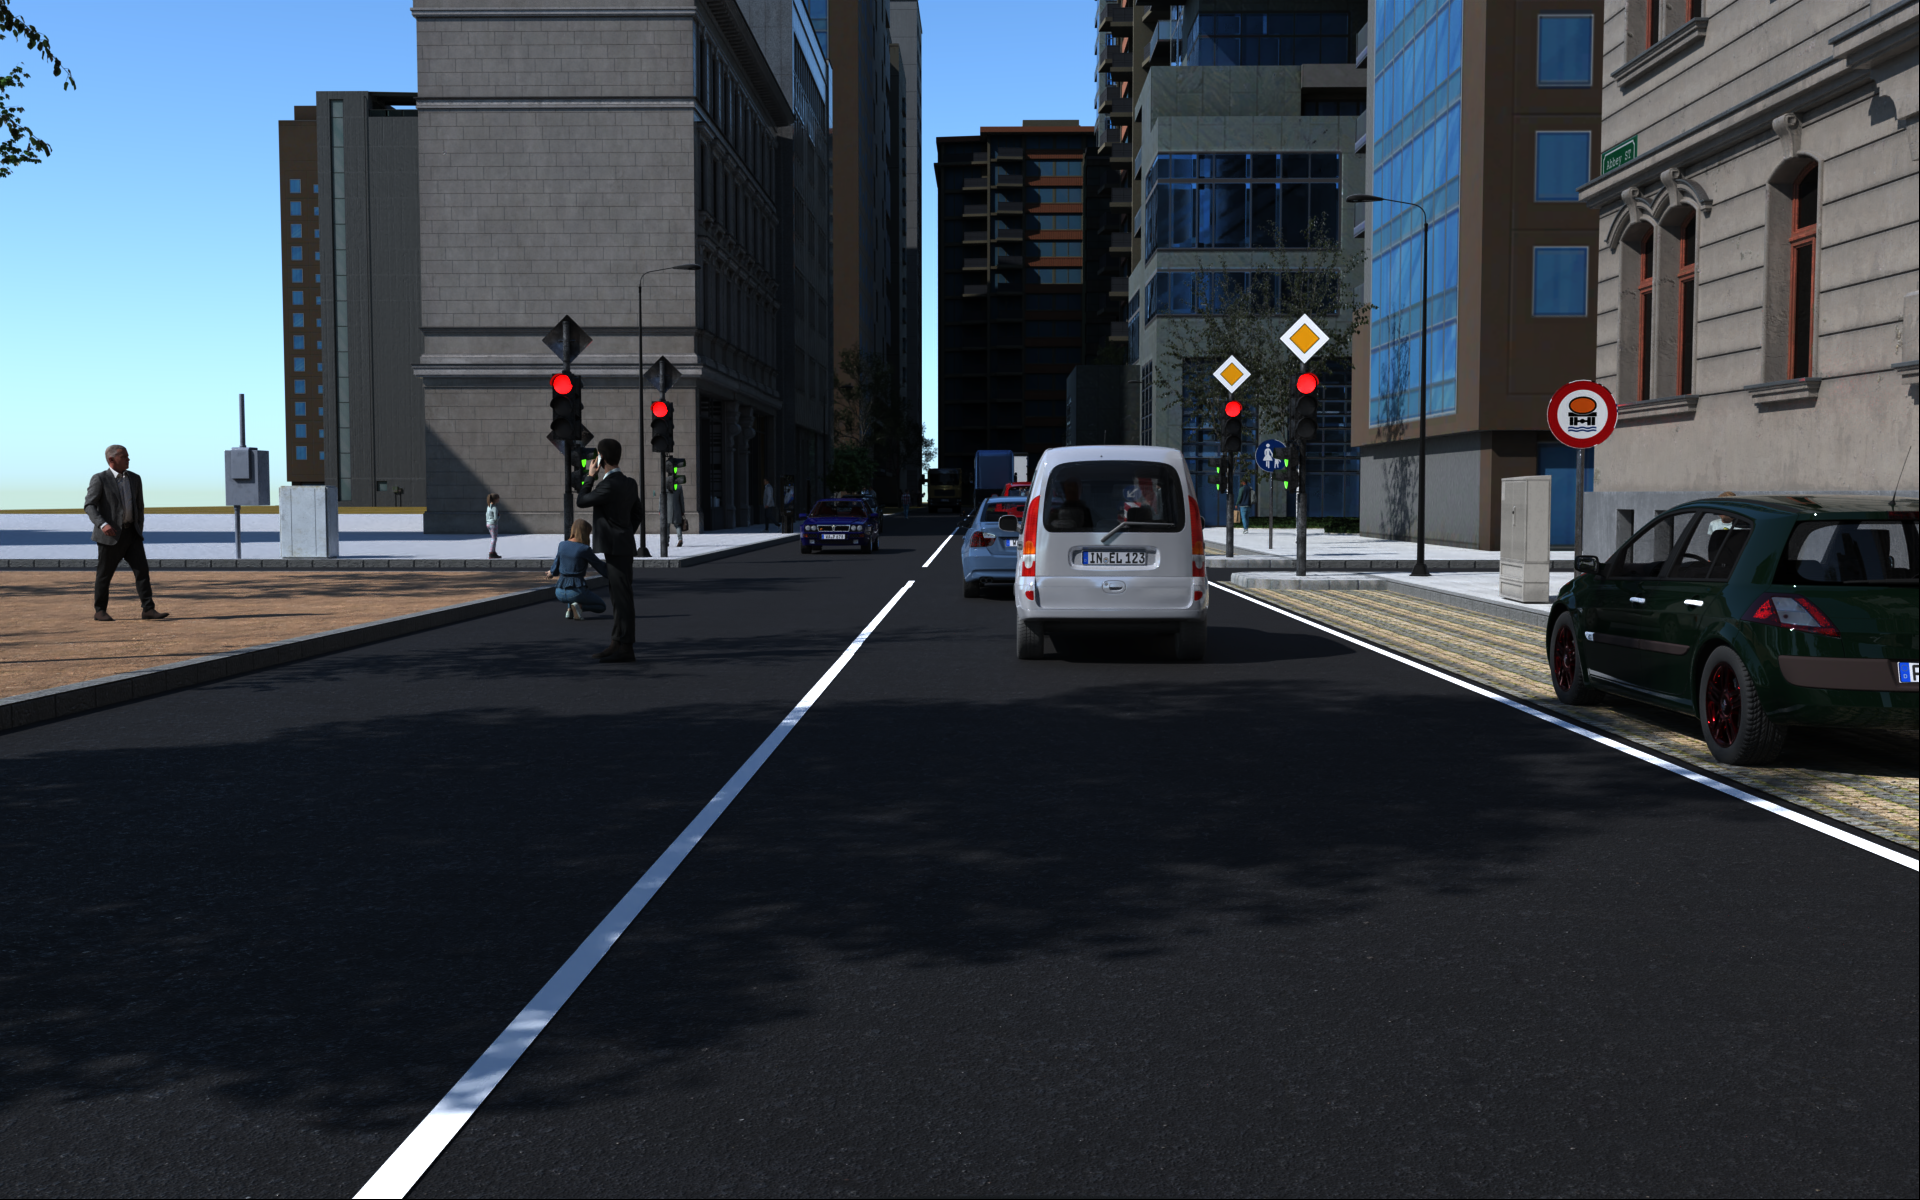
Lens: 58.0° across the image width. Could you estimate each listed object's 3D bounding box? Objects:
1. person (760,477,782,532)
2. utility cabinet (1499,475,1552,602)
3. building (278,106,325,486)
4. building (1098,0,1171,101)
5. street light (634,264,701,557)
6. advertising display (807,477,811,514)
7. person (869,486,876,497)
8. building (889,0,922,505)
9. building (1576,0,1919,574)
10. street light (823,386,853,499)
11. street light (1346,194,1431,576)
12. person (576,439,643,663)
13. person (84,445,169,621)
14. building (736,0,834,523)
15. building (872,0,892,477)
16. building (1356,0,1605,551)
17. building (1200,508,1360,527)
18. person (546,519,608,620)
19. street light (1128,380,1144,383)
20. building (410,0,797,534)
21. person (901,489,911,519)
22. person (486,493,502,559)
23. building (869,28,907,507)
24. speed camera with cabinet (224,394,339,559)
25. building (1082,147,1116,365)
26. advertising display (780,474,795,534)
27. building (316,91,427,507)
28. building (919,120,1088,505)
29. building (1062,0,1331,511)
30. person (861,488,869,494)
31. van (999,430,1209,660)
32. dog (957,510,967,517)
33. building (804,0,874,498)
[{"bbox_3d":[-6.330,-3.189,58.028,0.795,1.843,0.661,0,4,-2],"label":"person"},{"bbox_3d":[6.750,-0.738,20.745,0.318,1.500,1.173,0,4,4],"label":"utility cabinet"},{"bbox_3d":[-69.545,-33.820,203.060,14.200,45.320,14.600,0,4,1],"label":"building"},{"bbox_3d":[21.313,-28.723,124.239,22.147,44.769,28.867,0,4,1],"label":"building"},{"bbox_3d":[-5.917,-3.825,35.086,1.470,5.913,1.316,0,4,1],"label":"street light"},{"bbox_3d":[-5.769,-3.724,66.098,0.123,1.923,0.974,0,4,-3],"label":"advertising display"},{"bbox_3d":[-4.143,-4.612,83.757,0.795,1.843,0.661,1,4,14],"label":"person"},{"bbox_3d":[-18.634,-40.518,204.475,28.212,58.520,21.231,0,4,1],"label":"building"},{"bbox_3d":[15.271,-13.838,13.641,14.401,28.519,23.554,0,4,1],"label":"building"},{"bbox_3d":[-5.271,-6.222,74.271,1.470,5.913,1.316,0,4,1],"label":"street light"},{"bbox_3d":[6.674,-3.329,26.978,1.470,5.913,1.316,0,4,1],"label":"street light"},{"bbox_3d":[-2.998,-0.425,14.810,0.474,1.900,0.648,0,4,3],"label":"person"},{"bbox_3d":[-8.416,-0.674,17.457,0.834,1.777,0.661,1,4,21],"label":"person"},{"bbox_3d":[-13.227,-16.436,86.756,12.078,24.808,19.932,0,4,1],"label":"building"},{"bbox_3d":[-19.521,-33.548,137.742,28.713,52.752,27.495,0,4,1],"label":"building"},{"bbox_3d":[18.694,-24.086,43.914,14.200,45.320,14.600,0,4,1],"label":"building"},{"bbox_3d":[16.876,-46.869,78.975,22.319,86.520,31.000,0,4,1],"label":"building"},{"bbox_3d":[-4.421,-0.363,19.938,1.012,1.151,0.738,2,4,24],"label":"person"},{"bbox_3d":[7.555,-6.017,70.923,1.470,5.913,1.316,0,4,1],"label":"street light"},{"bbox_3d":[-12.752,-12.555,56.192,10.553,20.767,40.483,0,4,1],"label":"building"},{"bbox_3d":[-3.056,-5.426,98.058,0.563,1.720,0.643,2,4,28],"label":"person"},{"bbox_3d":[-9.269,-1.476,34.462,0.425,1.301,0.394,3,4,36],"label":"person"},{"bbox_3d":[-16.375,-33.664,174.108,21.600,48.544,21.300,0,4,1],"label":"building"},{"bbox_3d":[-13.485,-2.453,34.441,2.038,3.252,0.660,0,4,1],"label":"speed camera with cabinet"},{"bbox_3d":[17.306,-22.953,146.979,14.160,30.474,14.107,0,4,1],"label":"building"},{"bbox_3d":[-5.625,-3.136,56.484,0.123,1.923,0.974,1,4,16],"label":"advertising display"},{"bbox_3d":[-56.717,-30.310,179.169,14.086,41.232,14.154,0,4,1],"label":"building"},{"bbox_3d":[9.921,-33.701,205.642,28.867,44.769,22.147,0,4,1],"label":"building"},{"bbox_3d":[21.895,-52.296,167.710,22.319,86.520,31.000,0,4,1],"label":"building"},{"bbox_3d":[-6.008,-6.359,110.277,0.793,1.790,0.793,1,4,19],"label":"person"},{"bbox_3d":[1.361,-0.572,16.365,2.013,2.044,4.112,0,4,2],"label":"van"},{"bbox_3d":[0.108,-5.493,110.003,0.748,0.427,0.550,-1,4,-16],"label":"dog"},{"bbox_3d":[-13.237,-28.560,117.059,14.600,45.320,14.200,0,4,1],"label":"building"}]
